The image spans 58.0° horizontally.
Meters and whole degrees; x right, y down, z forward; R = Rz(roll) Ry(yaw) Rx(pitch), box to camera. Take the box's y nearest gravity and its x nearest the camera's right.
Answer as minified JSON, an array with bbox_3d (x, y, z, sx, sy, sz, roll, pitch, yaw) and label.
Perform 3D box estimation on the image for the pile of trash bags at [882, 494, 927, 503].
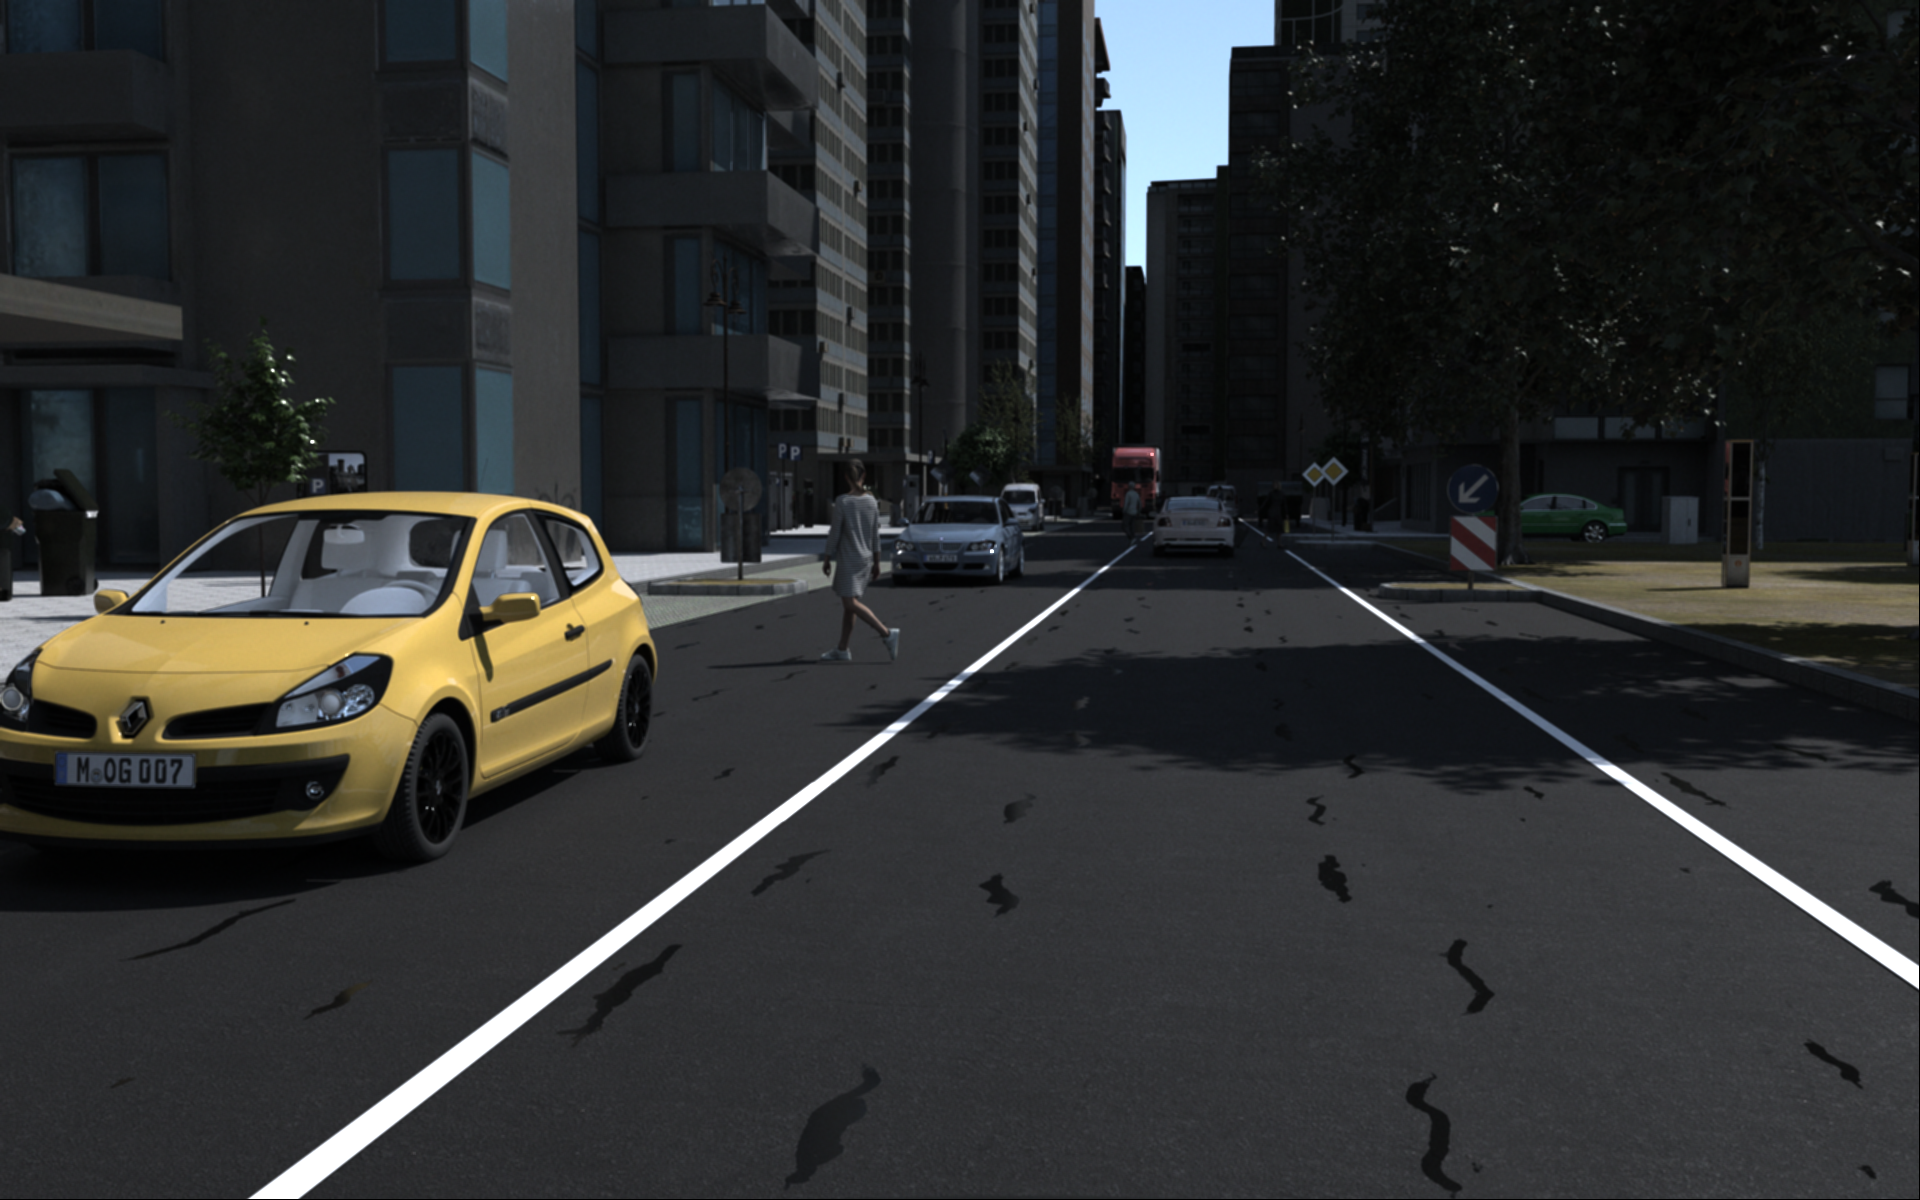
[{"bbox_3d":[-2.960,-5.296,96.345,3.447,1.369,1.912,-1,4,-19],"label":"pile of trash bags"}]

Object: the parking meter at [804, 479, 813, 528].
[{"bbox_3d":[-5.772,-3.689,66.022,0.255,1.863,0.399,-2,4,-24],"label":"parking meter"}]

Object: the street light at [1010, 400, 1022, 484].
[{"bbox_3d":[2.780,-6.888,85.414,0.468,5.910,1.993,0,4,8],"label":"street light"}]

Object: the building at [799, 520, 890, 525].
[{"bbox_3d":[-17.444,-23.676,78.979,32.217,40.220,23.993,0,4,8],"label":"building"}]

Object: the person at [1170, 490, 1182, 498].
[{"bbox_3d":[19.356,-8.949,154.906,1.350,1.814,0.705,0,4,-1],"label":"person"}]

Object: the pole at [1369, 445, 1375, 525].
[{"bbox_3d":[17.148,-4.786,72.089,0.158,3.312,0.155,0,3,0],"label":"pole"}]

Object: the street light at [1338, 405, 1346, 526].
[{"bbox_3d":[15.220,-5.856,68.539,0.468,5.910,1.993,0,4,8],"label":"street light"}]

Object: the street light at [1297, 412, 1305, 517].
[{"bbox_3d":[19.281,-7.656,97.961,0.468,5.910,1.993,0,4,8],"label":"street light"}]

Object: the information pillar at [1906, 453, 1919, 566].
[{"bbox_3d":[17.042,-1.606,30.749,0.304,2.012,0.304,1,4,14],"label":"information pillar"}]

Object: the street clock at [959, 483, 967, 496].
[{"bbox_3d":[0.186,-4.941,85.353,0.358,2.002,0.471,-3,5,-40],"label":"street clock"}]

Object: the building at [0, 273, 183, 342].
[{"bbox_3d":[-22.748,-25.361,3.884,28.713,52.752,27.495,0,4,8],"label":"building"}]

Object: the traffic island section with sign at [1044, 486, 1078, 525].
[{"bbox_3d":[4.493,-4.405,80.657,1.989,1.847,2.006,0,4,8],"label":"traffic island section with sign"}]

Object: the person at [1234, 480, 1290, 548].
[{"bbox_3d":[7.996,-2.275,45.906,1.509,1.804,0.699,2,4,29],"label":"person"}]

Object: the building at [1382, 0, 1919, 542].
[{"bbox_3d":[21.646,-22.820,56.703,14.086,41.232,14.154,0,4,8],"label":"building"}]

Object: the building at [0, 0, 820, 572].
[{"bbox_3d":[-19.143,-25.610,38.333,30.456,49.044,23.786,0,4,8],"label":"building"}]

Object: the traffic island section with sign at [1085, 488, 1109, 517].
[{"bbox_3d":[8.272,-6.057,107.654,1.989,1.847,2.006,0,4,8],"label":"traffic island section with sign"}]

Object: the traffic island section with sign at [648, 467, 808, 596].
[{"bbox_3d":[-3.283,-1.011,25.162,1.989,1.847,2.006,0,4,8],"label":"traffic island section with sign"}]

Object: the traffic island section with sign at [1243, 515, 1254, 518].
[{"bbox_3d":[18.395,-5.967,106.187,1.989,1.847,2.006,0,4,8],"label":"traffic island section with sign"}]

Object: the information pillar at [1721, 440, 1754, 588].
[{"bbox_3d":[10.638,-1.175,23.706,0.304,2.012,0.304,1,4,12],"label":"information pillar"}]

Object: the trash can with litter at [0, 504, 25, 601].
[{"bbox_3d":[-11.489,-0.560,20.546,0.624,1.170,1.055,-1,4,-22],"label":"trash can with litter"}]

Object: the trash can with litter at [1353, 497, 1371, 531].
[{"bbox_3d":[14.003,-2.968,59.906,0.624,1.170,1.055,-1,4,-10],"label":"trash can with litter"}]

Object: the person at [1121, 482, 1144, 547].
[{"bbox_3d":[4.762,-2.350,47.401,0.515,1.767,0.782,3,5,44],"label":"person"}]

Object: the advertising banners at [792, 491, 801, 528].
[{"bbox_3d":[-6.912,-4.239,65.491,2.074,3.025,0.090,2,4,27],"label":"advertising banners"}]

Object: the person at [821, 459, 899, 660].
[{"bbox_3d":[-0.853,-0.342,14.835,0.760,1.731,0.466,1,4,18],"label":"person"}]

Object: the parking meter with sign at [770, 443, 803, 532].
[{"bbox_3d":[-6.358,-4.003,61.716,0.543,3.016,1.738,2,4,33],"label":"parking meter with sign"}]

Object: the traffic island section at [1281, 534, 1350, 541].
[{"bbox_3d":[11.083,-1.949,54.149,2.009,0.180,2.903,0,4,8],"label":"traffic island section"}]

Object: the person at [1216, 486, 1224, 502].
[{"bbox_3d":[12.184,-4.422,80.830,0.654,1.822,0.581,1,4,9],"label":"person"}]

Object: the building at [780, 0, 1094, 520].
[{"bbox_3d":[-7.939,-25.567,109.896,32.217,40.220,23.993,0,4,8],"label":"building"}]

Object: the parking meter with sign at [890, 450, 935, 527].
[{"bbox_3d":[-1.895,-4.414,68.430,1.738,3.016,0.543,-1,4,-23],"label":"parking meter with sign"}]

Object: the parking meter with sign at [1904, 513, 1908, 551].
[{"bbox_3d":[22.020,-2.625,39.173,1.738,3.016,0.543,-3,4,-36],"label":"parking meter with sign"}]

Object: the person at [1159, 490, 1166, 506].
[{"bbox_3d":[17.265,-8.465,147.625,0.721,1.743,1.217,-1,4,-22],"label":"person"}]

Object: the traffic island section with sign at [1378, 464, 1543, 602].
[{"bbox_3d":[6.863,-0.938,23.966,1.989,1.847,2.006,0,4,8],"label":"traffic island section with sign"}]

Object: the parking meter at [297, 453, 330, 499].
[{"bbox_3d":[-9.268,-1.171,24.855,0.399,1.863,0.255,-3,5,-41],"label":"parking meter"}]

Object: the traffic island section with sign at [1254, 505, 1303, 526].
[{"bbox_3d":[14.582,-4.308,79.062,1.989,1.847,2.006,0,4,8],"label":"traffic island section with sign"}]

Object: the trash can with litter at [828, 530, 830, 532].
[{"bbox_3d":[-3.645,-2.908,58.607,1.678,1.210,2.233,-1,4,-12],"label":"trash can with litter"}]

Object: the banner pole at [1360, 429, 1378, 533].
[{"bbox_3d":[13.559,-4.132,57.582,0.401,3.779,0.863,-2,4,-29],"label":"banner pole"}]

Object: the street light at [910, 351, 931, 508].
[{"bbox_3d":[-1.277,-5.089,55.991,0.468,5.910,1.993,0,4,8],"label":"street light"}]

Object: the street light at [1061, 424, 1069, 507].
[{"bbox_3d":[7.011,-8.702,115.067,0.468,5.910,1.993,0,4,8],"label":"street light"}]

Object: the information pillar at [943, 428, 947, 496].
[{"bbox_3d":[-0.536,-4.288,61.461,0.183,3.616,0.504,-1,4,-10],"label":"information pillar"}]

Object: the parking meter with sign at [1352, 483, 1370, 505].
[{"bbox_3d":[24.028,-6.476,102.142,1.738,3.016,0.543,1,4,9],"label":"parking meter with sign"}]

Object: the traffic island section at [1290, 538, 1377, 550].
[{"bbox_3d":[9.975,-1.465,46.240,2.009,0.180,2.903,0,4,8],"label":"traffic island section"}]

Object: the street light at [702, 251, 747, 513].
[{"bbox_3d":[-4.471,-3.691,33.133,0.468,5.910,1.993,0,4,8],"label":"street light"}]
